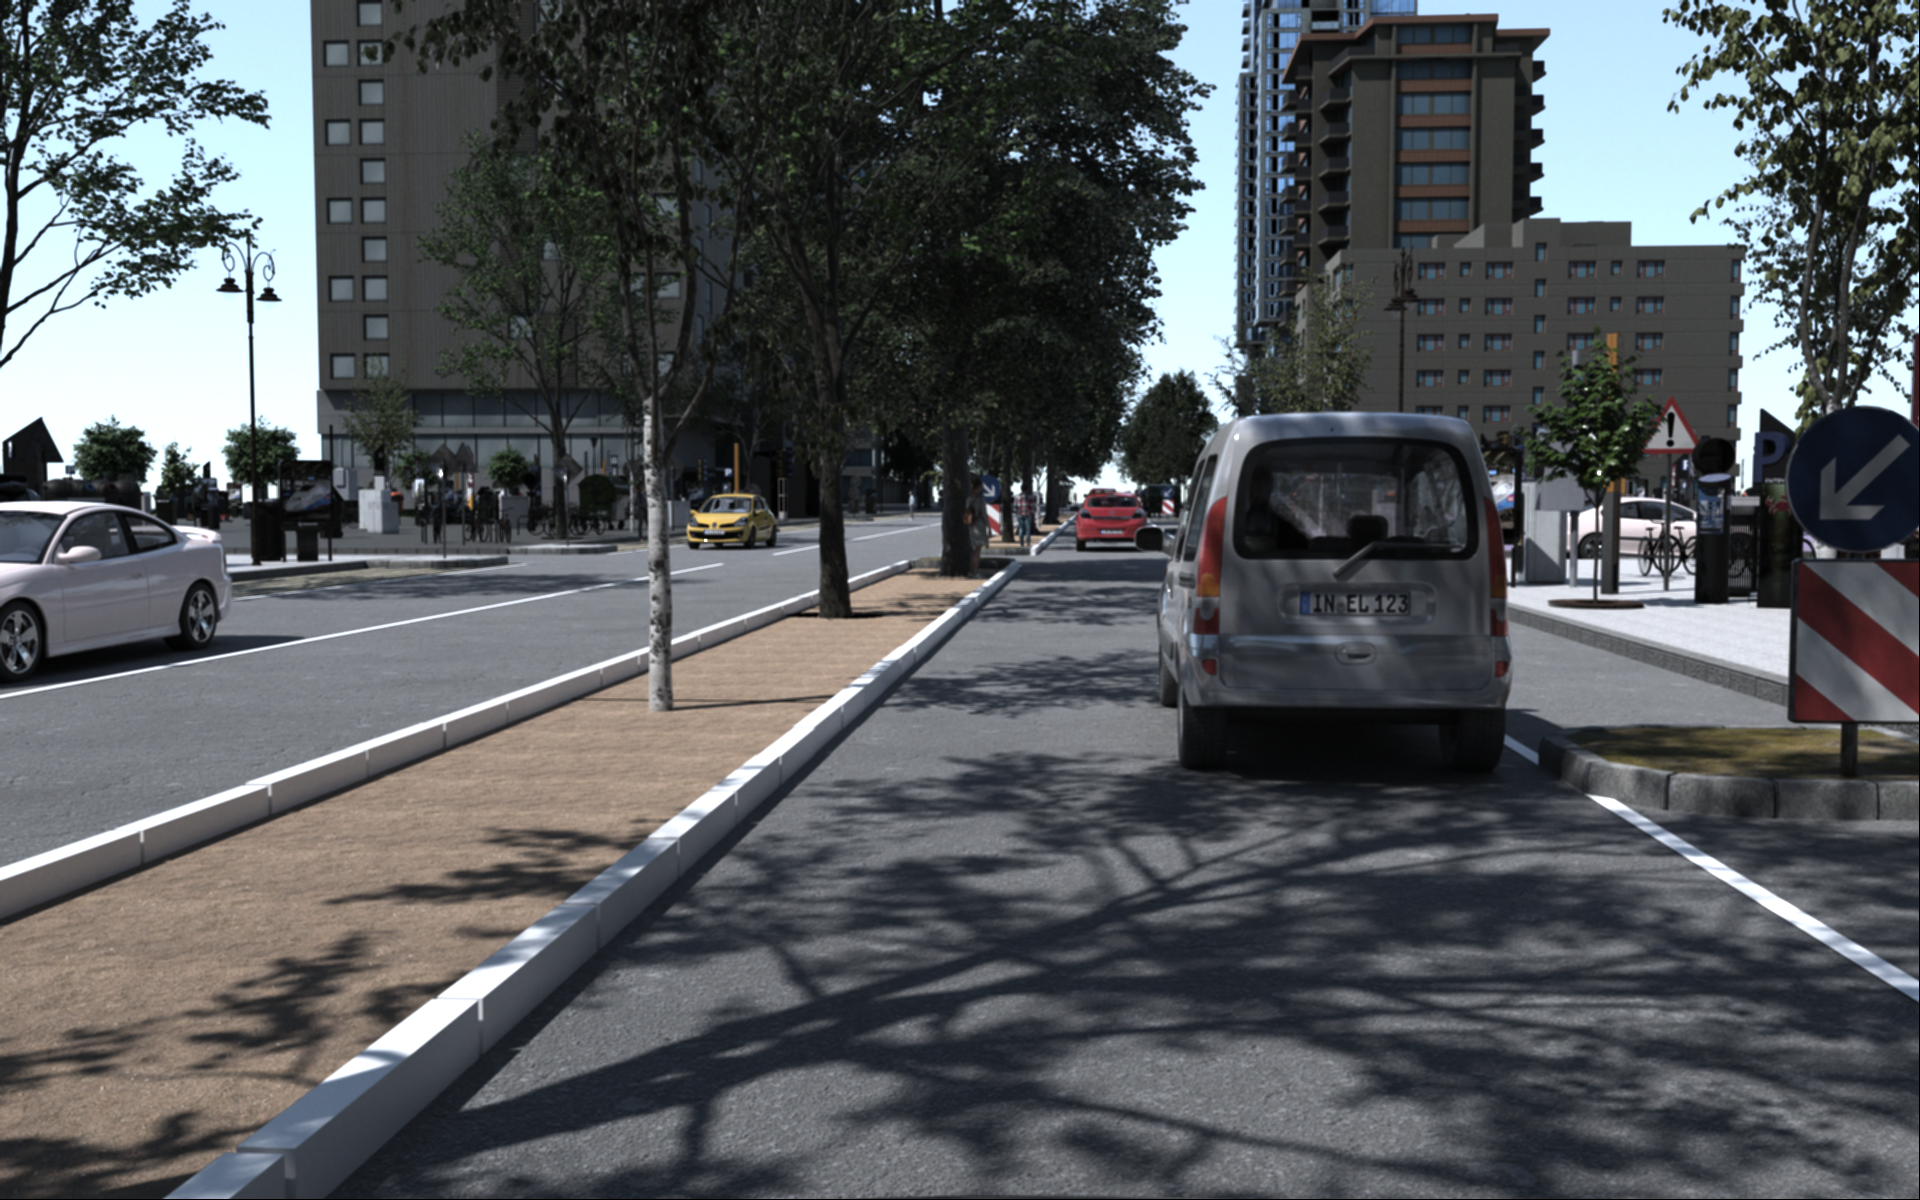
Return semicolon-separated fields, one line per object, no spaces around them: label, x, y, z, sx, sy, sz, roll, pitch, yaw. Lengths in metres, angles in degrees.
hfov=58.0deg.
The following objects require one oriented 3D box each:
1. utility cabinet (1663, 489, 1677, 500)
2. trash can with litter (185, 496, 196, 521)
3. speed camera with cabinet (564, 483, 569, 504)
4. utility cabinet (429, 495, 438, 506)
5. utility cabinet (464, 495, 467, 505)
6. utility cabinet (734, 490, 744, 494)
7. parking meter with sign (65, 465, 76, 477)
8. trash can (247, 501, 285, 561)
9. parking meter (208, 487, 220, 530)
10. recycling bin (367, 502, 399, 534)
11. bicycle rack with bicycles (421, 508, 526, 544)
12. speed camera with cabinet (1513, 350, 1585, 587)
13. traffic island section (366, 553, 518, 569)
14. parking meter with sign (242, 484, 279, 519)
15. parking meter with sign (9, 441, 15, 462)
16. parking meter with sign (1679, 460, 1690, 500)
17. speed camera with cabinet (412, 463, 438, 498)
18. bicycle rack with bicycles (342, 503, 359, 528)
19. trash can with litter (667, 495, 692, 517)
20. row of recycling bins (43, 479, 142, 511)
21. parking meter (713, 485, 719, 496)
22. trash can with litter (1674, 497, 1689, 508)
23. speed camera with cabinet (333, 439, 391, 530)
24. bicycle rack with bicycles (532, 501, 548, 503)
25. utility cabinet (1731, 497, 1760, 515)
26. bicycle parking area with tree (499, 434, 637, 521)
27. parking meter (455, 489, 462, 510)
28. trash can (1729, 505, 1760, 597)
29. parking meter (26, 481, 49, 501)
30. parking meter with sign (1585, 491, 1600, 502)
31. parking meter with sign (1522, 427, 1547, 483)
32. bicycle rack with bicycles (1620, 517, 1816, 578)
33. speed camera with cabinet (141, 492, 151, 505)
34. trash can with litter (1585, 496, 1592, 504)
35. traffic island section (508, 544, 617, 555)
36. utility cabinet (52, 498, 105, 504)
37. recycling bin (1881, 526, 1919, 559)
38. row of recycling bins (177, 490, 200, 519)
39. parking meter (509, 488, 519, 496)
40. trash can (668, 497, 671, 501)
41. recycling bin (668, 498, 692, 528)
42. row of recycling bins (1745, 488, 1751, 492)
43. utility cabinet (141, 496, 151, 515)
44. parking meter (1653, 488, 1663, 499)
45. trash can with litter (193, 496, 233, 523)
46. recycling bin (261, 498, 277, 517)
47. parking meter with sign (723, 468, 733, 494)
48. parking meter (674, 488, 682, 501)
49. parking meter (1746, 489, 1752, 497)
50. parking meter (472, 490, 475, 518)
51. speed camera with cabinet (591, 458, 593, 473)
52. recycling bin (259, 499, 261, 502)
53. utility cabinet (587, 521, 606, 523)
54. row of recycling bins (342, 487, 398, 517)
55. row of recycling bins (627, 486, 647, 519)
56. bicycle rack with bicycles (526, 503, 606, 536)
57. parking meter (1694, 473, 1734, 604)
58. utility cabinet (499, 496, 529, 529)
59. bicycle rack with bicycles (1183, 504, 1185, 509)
utility cabinet;29.541;-3.866;71.895;1.173;1.500;0.318;-3;4;-38
trash can with litter;-37.275;-4.447;84.097;0.624;1.170;1.055;-2;4;-28
speed camera with cabinet;-23.036;-6.478;100.249;0.660;3.252;2.038;-1;4;-19
utility cabinet;-26.128;-4.627;86.816;1.020;1.237;0.306;-2;4;-33
utility cabinet;-32.461;-6.313;114.372;0.306;1.237;1.020;1;4;10
utility cabinet;-12.692;-5.644;100.951;0.318;1.500;1.173;2;4;34
parking meter with sign;-54.317;-6.662;105.179;1.738;3.016;0.543;3;5;42
trash can;-13.267;-1.317;33.192;0.748;1.137;0.748;0;3;0
parking meter;-27.019;-3.321;62.705;0.372;1.533;0.369;0;3;0
recycling bin;-18.664;-2.658;56.020;0.722;1.027;0.722;2;4;30
bicycle rack with bicycles;-13.139;-1.986;45.856;2.852;0.926;2.925;-1;4;-19
speed camera with cabinet;8.363;-1.852;24.609;0.660;3.252;2.038;0;4;7
traffic island section;-10.290;-0.749;34.521;2.009;0.180;2.903;0;4;5
parking meter with sign;-36.040;-5.686;89.233;1.738;3.016;0.543;-2;4;-26
parking meter with sign;-32.060;-3.711;56.937;1.738;3.016;0.543;-3;4;-38
parking meter with sign;36.873;-5.616;88.090;0.543;3.016;1.738;1;4;16
speed camera with cabinet;-34.640;-7.204;112.121;0.660;3.252;2.038;1;4;19
bicycle rack with bicycles;-23.140;-3.164;65.107;2.925;0.926;2.852;-3;4;-39
trash can with litter;-15.327;-5.229;96.557;2.233;1.210;1.678;3;5;44
row of recycling bins;-24.128;-2.506;48.089;1.069;1.692;3.534;1;4;11
parking meter;-15.880;-6.545;112.716;0.255;1.863;0.399;3;5;41
trash can with litter;38.723;-5.067;93.905;1.678;1.210;2.233;-3;5;-39
speed camera with cabinet;-21.330;-4.124;61.766;2.038;3.252;0.660;1;4;16
bicycle rack with bicycles;-16.170;-3.425;69.381;2.852;0.926;2.925;-1;4;-10
utility cabinet;19.131;-1.917;42.510;1.020;1.237;0.306;3;4;38
bicycle parking area with tree;-18.844;-6.016;85.359;9.016;4.147;8.231;1;4;23
parking meter;-25.994;-4.978;89.802;0.372;1.533;0.369;0;3;0
trash can;9.679;-0.616;21.720;0.748;1.137;0.748;0;3;0
parking meter;-17.255;-1.469;32.428;0.372;1.533;0.369;0;3;0
parking meter with sign;27.174;-4.790;74.574;0.543;3.016;1.738;-2;4;-35
parking meter with sign;14.570;-3.030;45.798;0.543;3.016;1.738;-3;5;-42
bicycle rack with bicycles;11.379;-0.822;26.828;2.852;0.926;2.925;0;4;-5
speed camera with cabinet;-56.814;-7.632;119.113;0.660;3.252;2.038;3;5;43
trash can with litter;29.147;-4.450;83.809;2.233;1.210;1.678;-1;4;-16
traffic island section;-9.636;-1.235;42.479;2.009;0.180;2.903;0;4;5
utility cabinet;-14.979;-1.119;29.464;0.306;1.237;1.020;0;4;7
recycling bin;13.449;-0.757;24.933;0.722;1.027;0.722;1;4;20
row of recycling bins;-41.329;-5.203;92.177;1.069;1.692;3.534;0;4;-6
parking meter;-17.410;-3.626;67.692;0.372;1.533;0.369;0;3;0
trash can;-12.655;-3.861;74.774;0.748;1.137;0.748;0;3;0
recycling bin;-10.720;-3.271;66.038;0.722;1.027;0.722;-2;4;-29
row of recycling bins;50.011;-6.158;107.794;1.069;1.692;3.534;0;4;-7
utility cabinet;-31.670;-3.398;66.727;1.020;1.237;0.306;1;4;20
parking meter;27.829;-3.711;69.082;0.372;1.533;0.369;0;3;0
trash can with litter;-34.108;-4.154;78.973;1.678;1.210;2.233;2;4;31
recycling bin;-40.924;-5.539;103.121;0.722;1.027;0.722;2;4;33
parking meter with sign;-15.701;-7.349;116.420;0.543;3.016;1.738;0;4;2
parking meter;-11.633;-3.844;71.258;0.372;1.533;0.369;0;3;0
parking meter;40.325;-4.892;88.393;0.372;1.533;0.369;0;3;0
parking meter;-26.280;-5.182;93.144;0.372;1.533;0.369;0;3;0
speed camera with cabinet;-19.381;-6.126;94.496;2.038;3.252;0.660;1;4;21
recycling bin;-48.113;-6.546;119.580;0.722;1.027;0.722;-2;4;-35
utility cabinet;-16.287;-4.043;77.273;1.020;1.237;0.306;2;4;30
row of recycling bins;-33.192;-5.497;96.984;3.534;1.692;1.069;-3;5;-42
row of recycling bins;-17.491;-5.105;90.581;3.534;1.692;1.069;-1;4;-9
bicycle rack with bicycles;-12.331;-2.488;54.063;2.852;0.926;2.925;3;5;45
parking meter;8.865;-0.732;20.384;0.372;1.533;0.369;0;3;0
utility cabinet;-16.440;-3.223;63.851;1.020;1.237;0.306;-2;4;-31
bicycle rack with bicycles;15.925;-6.059;112.439;2.852;0.926;2.925;3;5;41
